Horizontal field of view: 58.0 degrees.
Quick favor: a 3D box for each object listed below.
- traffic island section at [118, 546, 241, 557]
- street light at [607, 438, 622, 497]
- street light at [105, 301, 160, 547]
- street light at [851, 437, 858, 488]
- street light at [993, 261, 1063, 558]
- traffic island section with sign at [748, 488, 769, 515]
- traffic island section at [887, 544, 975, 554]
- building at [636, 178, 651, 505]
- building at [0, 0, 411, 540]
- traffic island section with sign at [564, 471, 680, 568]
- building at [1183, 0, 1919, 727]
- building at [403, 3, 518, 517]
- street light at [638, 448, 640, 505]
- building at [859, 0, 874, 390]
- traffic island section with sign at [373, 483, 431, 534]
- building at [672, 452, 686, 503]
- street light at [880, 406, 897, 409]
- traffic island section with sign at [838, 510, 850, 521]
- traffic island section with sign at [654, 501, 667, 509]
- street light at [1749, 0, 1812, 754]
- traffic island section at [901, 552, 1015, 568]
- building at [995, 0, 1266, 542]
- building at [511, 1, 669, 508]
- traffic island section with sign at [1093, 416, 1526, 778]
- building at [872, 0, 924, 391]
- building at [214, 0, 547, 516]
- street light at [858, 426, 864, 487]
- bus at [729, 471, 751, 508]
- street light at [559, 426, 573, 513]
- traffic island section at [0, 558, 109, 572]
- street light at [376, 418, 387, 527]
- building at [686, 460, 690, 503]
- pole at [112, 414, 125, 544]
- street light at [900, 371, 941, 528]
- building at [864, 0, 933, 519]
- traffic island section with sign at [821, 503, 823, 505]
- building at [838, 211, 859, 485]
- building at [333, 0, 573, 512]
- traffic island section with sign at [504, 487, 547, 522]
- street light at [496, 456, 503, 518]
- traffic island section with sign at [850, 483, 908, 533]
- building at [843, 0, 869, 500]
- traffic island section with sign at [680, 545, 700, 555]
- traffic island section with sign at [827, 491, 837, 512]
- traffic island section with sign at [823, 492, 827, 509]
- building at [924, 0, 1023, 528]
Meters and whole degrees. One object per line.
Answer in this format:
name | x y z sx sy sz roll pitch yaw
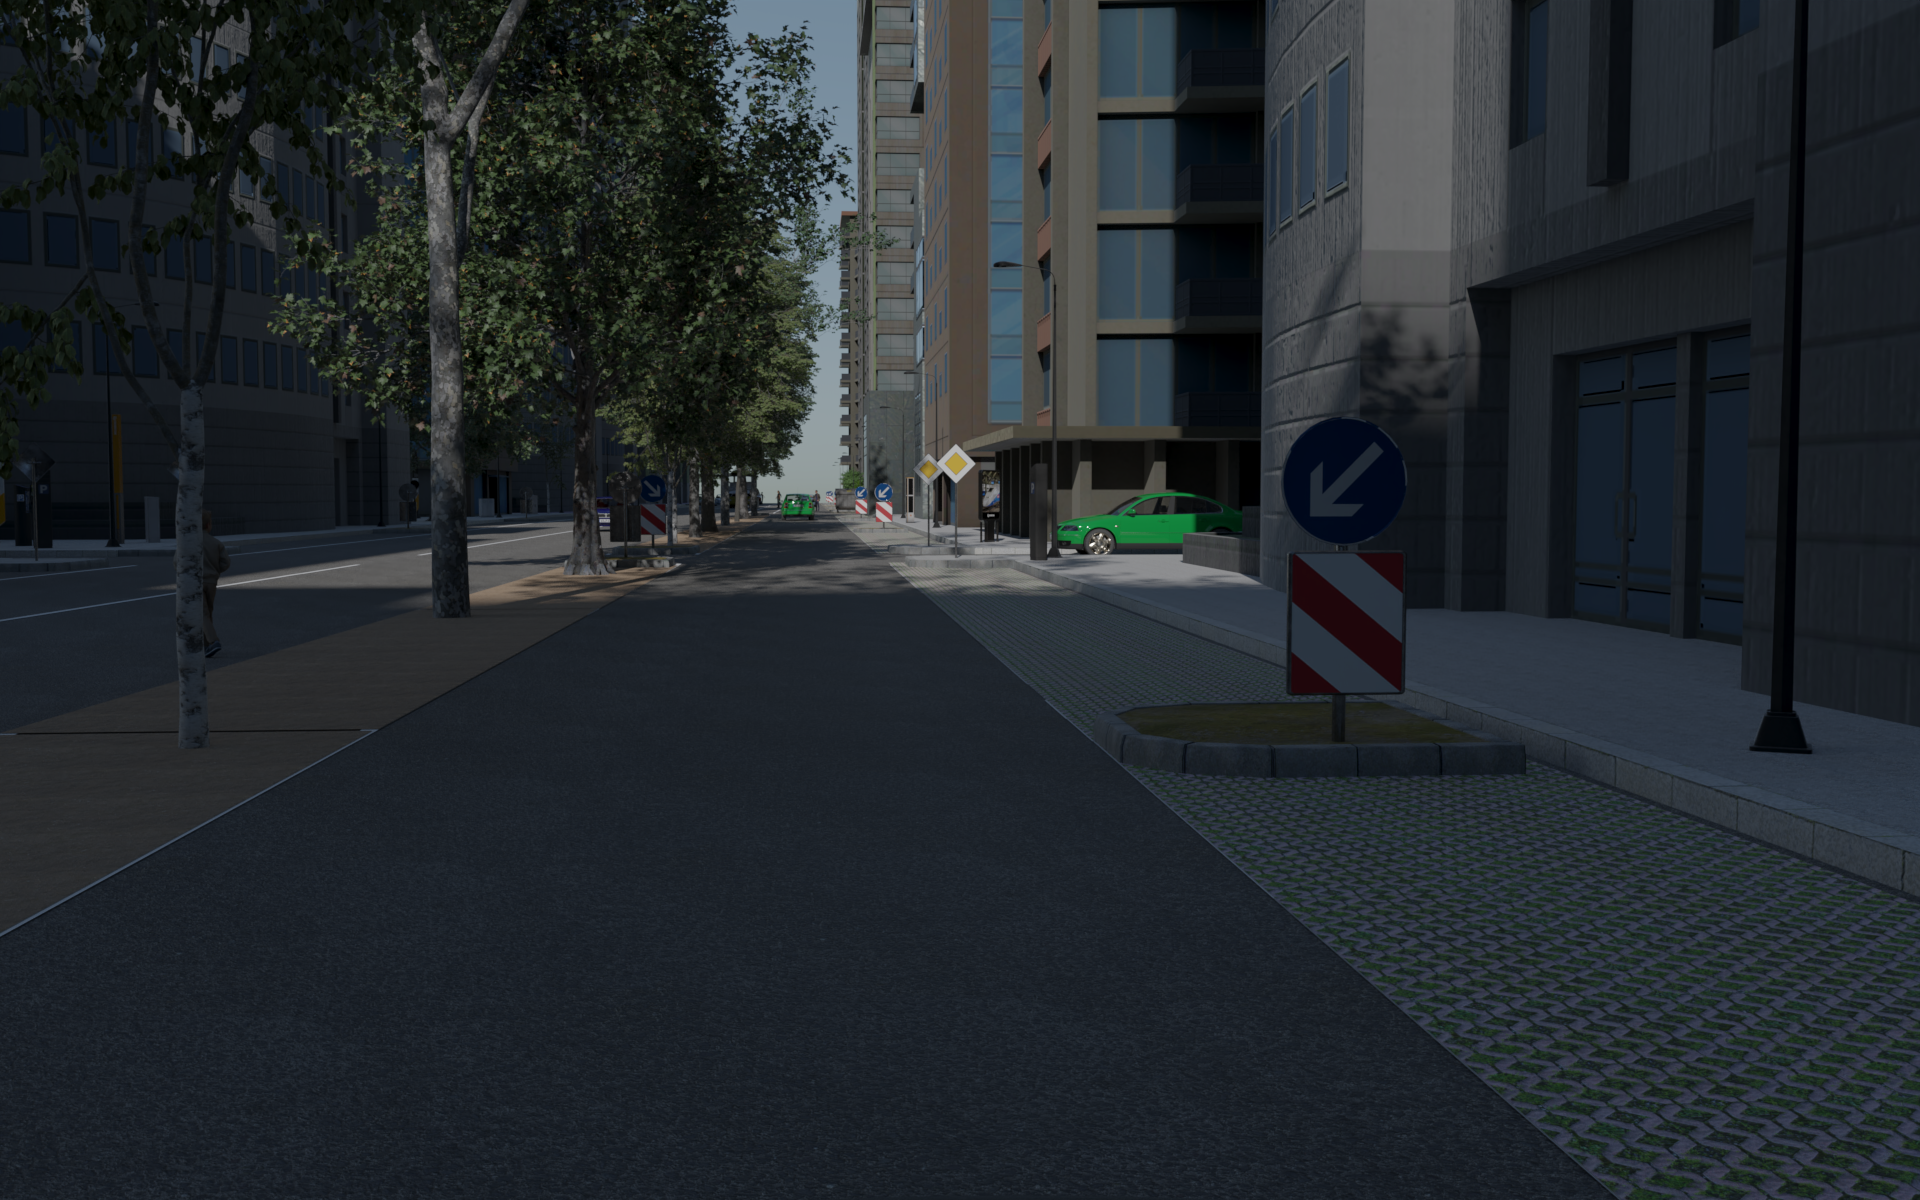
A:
traffic island section | -18.426 -1.156 41.177 2.009 0.180 2.903 0 4 -5
street light | -28.684 -10.468 143.689 1.470 5.913 1.316 0 4 -5
street light | -19.960 -4.235 41.782 1.470 5.913 1.316 0 4 -5
street light | -7.907 -10.328 141.398 1.470 5.913 1.316 0 4 -5
street light | 1.360 -3.805 34.745 1.470 5.913 1.316 0 4 -5
traffic island section with sign | -13.874 -6.637 116.648 2.006 1.907 1.989 0 4 -5
traffic island section | -0.751 -1.249 42.704 2.009 0.180 2.903 0 4 -5
building | -39.717 -30.226 177.797 14.154 41.232 14.086 0 4 -5
building | -32.918 -31.566 58.111 21.231 58.520 28.212 0 4 -5
traffic island section with sign | -6.718 -1.607 34.411 2.006 1.907 1.989 0 4 -5
building | 14.700 -29.260 20.409 21.231 58.520 28.212 0 4 -5
building | -34.443 -27.613 101.590 14.600 45.320 14.200 0 4 -5
street light | -31.122 -12.103 170.424 1.470 5.913 1.316 0 4 -5
building | 4.370 -36.154 180.352 28.713 52.752 27.495 0 4 -5
traffic island section with sign | -20.404 -3.375 63.817 1.989 1.847 2.006 0 4 -5
building | -45.074 -33.605 233.034 14.154 41.232 14.086 0 4 -5
street light | -3.541 -7.280 91.569 1.470 5.913 1.316 0 4 -5
traffic island section with sign | -5.369 -5.092 91.881 1.989 1.847 2.006 0 4 -5
traffic island section with sign | -29.439 -9.720 167.556 1.989 1.847 2.006 0 4 -5
street light | 3.585 -2.199 8.488 1.470 5.913 1.316 0 4 -5
traffic island section | -0.059 -0.763 34.749 2.009 0.180 2.903 0 4 -5
building | 14.790 -24.449 54.367 28.867 44.769 22.147 0 4 -5
building | -47.371 -40.925 211.118 21.231 58.520 28.212 0 4 -5
traffic island section with sign | 1.801 -0.062 9.647 1.989 1.847 2.006 0 4 -5
building | 0.487 -27.243 129.024 14.154 41.232 14.086 0 4 -5
building | -39.036 -35.833 127.874 21.231 58.520 28.212 0 4 -5
street light | -5.974 -8.870 117.567 1.470 5.913 1.316 0 4 -5
bus | -22.481 -11.461 178.933 2.896 3.916 12.252 0 4 -4
street light | -26.448 -8.846 117.168 1.470 5.913 1.316 0 4 -5
traffic island section | -17.734 -0.669 33.221 2.009 0.180 2.903 0 4 -5
street light | -22.155 -5.826 67.801 1.470 5.913 1.316 0 4 -5
building | -47.093 -35.331 261.250 14.154 41.232 14.086 0 4 -5
pole | -21.609 -3.096 44.460 0.158 3.312 0.155 0 3 0
street light | -1.426 -5.688 65.543 1.470 5.913 1.316 0 4 -5
building | 5.897 -48.231 101.253 22.319 86.520 31.000 0 4 -5
traffic island section with sign | -16.883 -13.187 224.238 1.989 1.847 2.006 0 4 -5
building | -7.167 -37.185 262.606 22.147 44.769 28.867 0 4 -5
building | -41.341 -37.550 155.940 21.231 58.520 28.212 0 4 -5
traffic island section with sign | -22.761 -5.029 90.849 1.989 1.847 2.006 0 4 -5
street light | -24.464 -7.417 93.810 1.470 5.913 1.316 0 4 -5
traffic island section with sign | -2.972 -3.416 64.485 1.989 1.847 2.006 0 4 -5
building | -5.714 -48.862 237.139 20.563 71.187 20.611 0 4 -5
traffic island section with sign | -7.351 -2.058 41.792 2.006 1.907 1.989 0 4 -5
traffic island section with sign | -9.734 -8.167 142.155 1.989 1.847 2.006 0 4 -5
traffic island section with sign | -12.072 -9.809 169.009 1.989 1.847 2.006 0 4 -5
building | 5.861 -25.794 71.849 14.600 45.320 14.200 0 4 -5
